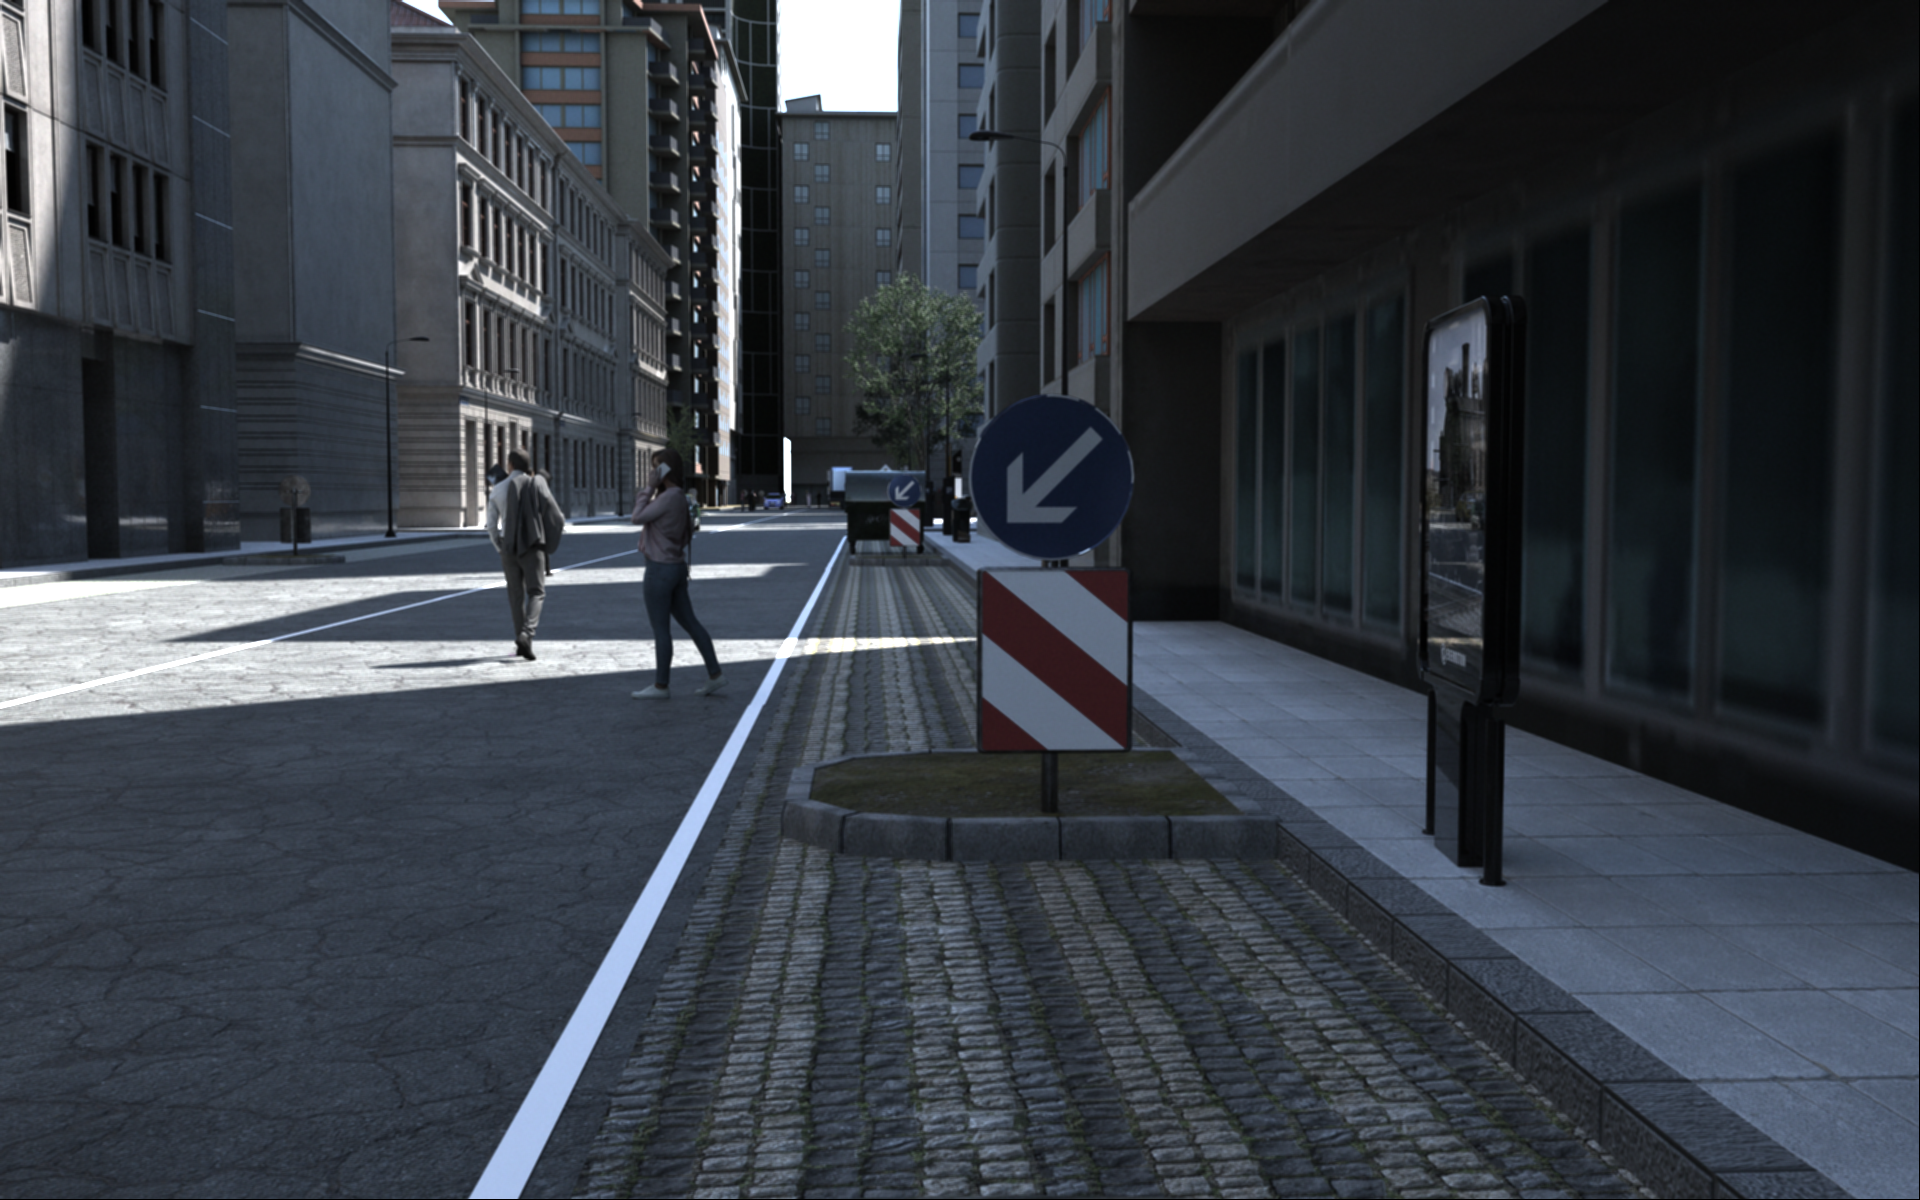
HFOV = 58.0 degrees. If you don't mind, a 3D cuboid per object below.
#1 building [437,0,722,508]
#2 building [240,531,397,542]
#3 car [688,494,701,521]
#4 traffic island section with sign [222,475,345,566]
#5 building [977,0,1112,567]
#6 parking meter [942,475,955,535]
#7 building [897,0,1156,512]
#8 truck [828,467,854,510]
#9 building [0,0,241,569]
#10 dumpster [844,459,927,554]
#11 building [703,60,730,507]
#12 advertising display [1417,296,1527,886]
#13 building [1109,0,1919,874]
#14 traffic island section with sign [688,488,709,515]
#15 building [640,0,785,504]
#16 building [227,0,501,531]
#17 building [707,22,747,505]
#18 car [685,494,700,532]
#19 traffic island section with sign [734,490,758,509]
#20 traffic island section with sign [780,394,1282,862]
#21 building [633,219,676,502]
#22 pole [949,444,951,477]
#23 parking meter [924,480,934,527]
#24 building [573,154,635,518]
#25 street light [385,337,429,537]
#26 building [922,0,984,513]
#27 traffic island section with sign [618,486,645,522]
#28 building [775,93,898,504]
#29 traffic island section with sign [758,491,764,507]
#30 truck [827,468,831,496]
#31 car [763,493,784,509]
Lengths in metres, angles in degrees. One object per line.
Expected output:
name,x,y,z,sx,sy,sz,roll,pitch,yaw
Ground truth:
building,-33.000,-30.499,153.289,22.147,44.769,28.867,0,4,-3
building,-27.860,-13.108,50.475,21.152,22.565,11.583,0,4,-3
car,-13.366,-4.429,82.634,2.015,1.641,3.980,0,4,-3
traffic island section with sign,-13.752,-1.641,35.458,1.989,1.847,2.006,0,4,-3
building,15.103,-11.992,41.108,27.650,21.520,28.899,0,4,-3
parking meter,-0.365,-2.957,54.051,0.399,1.863,0.255,-1,4,-8
building,5.133,-32.674,157.916,21.300,48.544,21.600,0,4,-3
truck,-11.253,-10.769,165.824,2.967,4.110,18.799,0,4,-4
building,-22.042,-12.899,28.918,12.078,24.808,19.932,0,4,-3
dumpster,-1.771,-2.226,41.347,1.985,2.255,1.502,0,4,-2
building,-30.933,-32.129,175.427,14.600,45.320,14.200,0,4,-3
advertising display,1.773,-0.053,6.073,0.123,1.923,0.974,0,4,3
building,12.767,-23.439,6.926,21.300,48.544,21.600,0,4,-3
traffic island section with sign,-18.101,-6.656,117.445,1.989,1.847,2.006,0,4,-3
building,-34.380,-48.500,231.231,20.611,71.187,20.563,0,4,-3
building,-24.276,-14.545,73.974,11.583,22.565,21.152,0,4,-3
building,-39.209,-37.359,200.066,27.495,52.752,28.713,0,4,-3
car,-10.992,-3.340,66.412,2.131,1.459,4.920,0,4,-4
traffic island section with sign,-20.702,-9.655,166.490,1.989,1.847,2.006,0,4,-3
traffic island section with sign,0.221,0.059,7.661,1.989,1.847,2.006,0,4,-3
building,-26.085,-17.160,116.724,11.583,22.565,21.152,0,4,-3
pole,-0.471,-4.667,70.141,0.158,3.312,0.155,0,3,0
parking meter,-1.229,-3.792,67.711,0.399,1.863,0.255,1,4,21
building,-25.399,-15.835,95.056,11.583,22.565,21.152,0,4,-3
street light,-16.368,-4.815,51.267,1.470,5.913,1.316,0,4,-3
building,7.871,-35.279,118.807,21.231,58.520,28.212,0,4,-3
traffic island section with sign,-16.640,-4.976,89.980,1.989,1.847,2.006,0,4,-3
building,-10.573,-39.621,237.045,27.495,52.752,28.713,0,4,-3
traffic island section with sign,-22.137,-11.315,193.621,1.989,1.847,2.006,0,4,-3
truck,-13.303,-12.415,191.896,2.839,4.237,11.283,0,4,-3
car,-17.726,-9.504,164.983,1.945,1.707,3.694,0,4,-1
